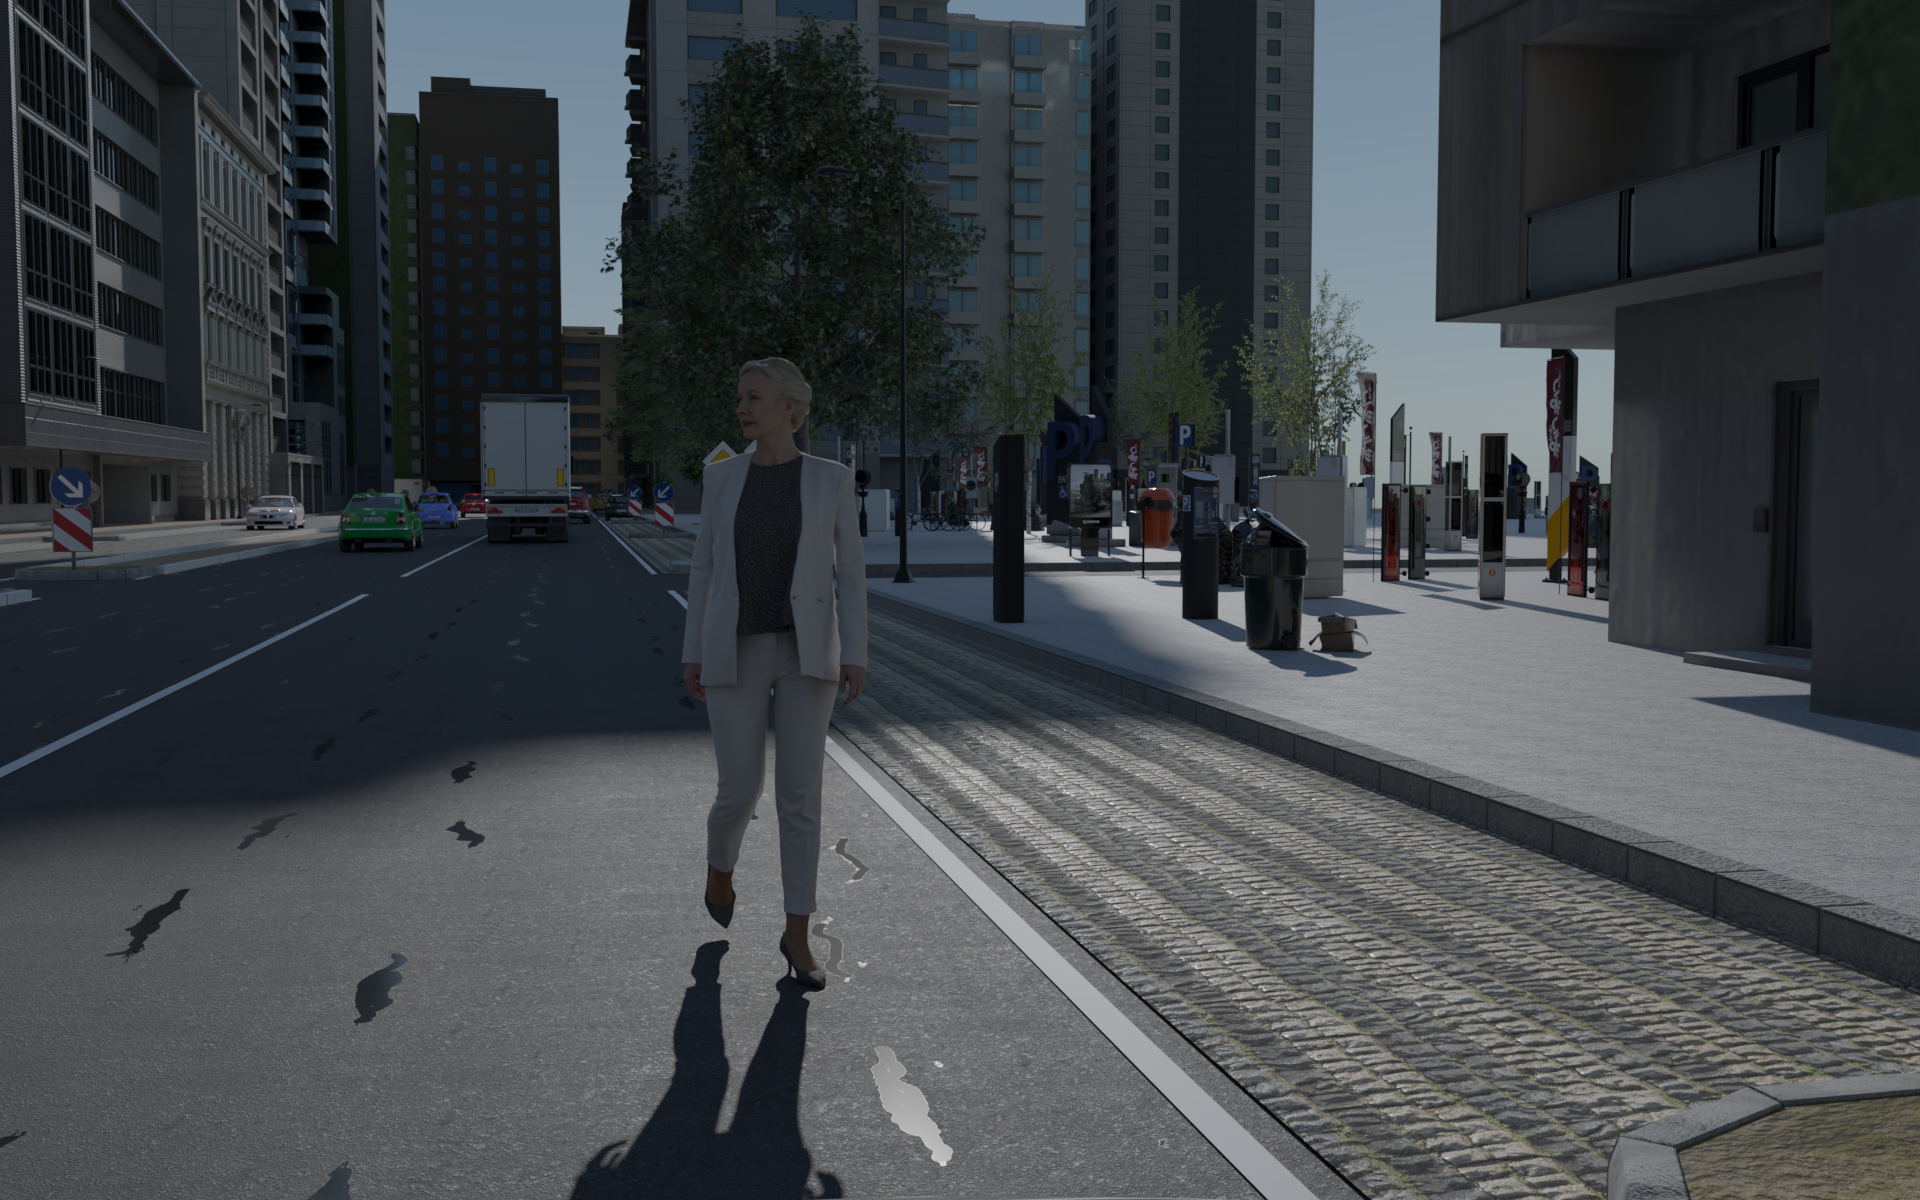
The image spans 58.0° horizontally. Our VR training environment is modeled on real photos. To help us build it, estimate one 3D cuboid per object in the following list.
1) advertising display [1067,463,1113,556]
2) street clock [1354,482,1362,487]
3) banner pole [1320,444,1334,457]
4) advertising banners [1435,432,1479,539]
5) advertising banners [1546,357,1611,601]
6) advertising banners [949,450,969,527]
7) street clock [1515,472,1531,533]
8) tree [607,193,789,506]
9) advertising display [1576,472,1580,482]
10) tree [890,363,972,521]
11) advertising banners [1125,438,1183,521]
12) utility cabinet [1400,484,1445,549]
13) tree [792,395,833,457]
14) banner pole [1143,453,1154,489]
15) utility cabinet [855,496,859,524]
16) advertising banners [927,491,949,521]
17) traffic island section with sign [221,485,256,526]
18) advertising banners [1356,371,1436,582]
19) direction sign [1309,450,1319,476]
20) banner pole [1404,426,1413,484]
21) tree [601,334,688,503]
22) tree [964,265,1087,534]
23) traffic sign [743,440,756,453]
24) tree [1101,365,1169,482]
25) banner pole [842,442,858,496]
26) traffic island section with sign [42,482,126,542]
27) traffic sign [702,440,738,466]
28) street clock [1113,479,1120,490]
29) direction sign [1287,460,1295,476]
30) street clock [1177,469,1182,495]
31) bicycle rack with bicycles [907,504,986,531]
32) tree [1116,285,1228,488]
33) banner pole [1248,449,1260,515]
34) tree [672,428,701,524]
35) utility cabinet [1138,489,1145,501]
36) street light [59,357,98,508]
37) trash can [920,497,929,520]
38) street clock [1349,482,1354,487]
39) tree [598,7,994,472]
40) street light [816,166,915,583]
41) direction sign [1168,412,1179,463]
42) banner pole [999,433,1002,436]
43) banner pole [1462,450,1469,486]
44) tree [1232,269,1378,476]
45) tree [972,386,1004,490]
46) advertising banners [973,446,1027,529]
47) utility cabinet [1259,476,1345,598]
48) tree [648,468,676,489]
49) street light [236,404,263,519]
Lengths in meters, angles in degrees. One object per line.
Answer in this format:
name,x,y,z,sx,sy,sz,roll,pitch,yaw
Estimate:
advertising display,2.679,-1.868,35.752,0.974,1.923,0.123,-1,4,-17
street clock,24.746,-6.253,106.812,0.471,2.002,0.358,1,4,20
banner pole,18.425,-5.923,86.857,0.863,3.779,0.401,0,4,5
advertising banners,14.070,-3.246,49.266,2.074,3.025,0.090,-2,4,-30
advertising banners,7.732,-1.553,21.581,0.090,3.025,2.074,0,4,-5
advertising banners,-0.044,-4.428,68.592,0.090,3.025,2.074,-1,4,-15
street clock,18.497,-3.205,56.975,0.471,2.002,0.358,2,4,24
tree,-9.170,-8.977,64.897,7.486,12.596,7.792,0,3,0
advertising display,17.312,-2.710,49.521,0.974,1.923,0.123,-2,4,-29
tree,-1.821,-7.815,78.136,4.360,8.622,3.978,0,3,0
advertising banners,6.145,-3.553,54.272,2.074,3.025,0.090,1,4,23
utility cabinet,10.710,-1.922,40.098,1.173,1.500,0.318,0,4,-3
tree,-6.946,-7.835,78.472,4.737,8.622,4.395,0,3,0
banner pole,11.615,-7.101,106.122,0.863,3.779,0.401,1,4,21
utility cabinet,-4.233,-3.499,68.375,0.306,1.237,1.020,-1,4,-20
advertising banners,-0.542,-5.225,81.609,2.074,3.025,0.090,-1,4,-19
traffic island section with sign,-32.550,-4.313,79.153,1.989,1.847,2.006,-1,4,-13
advertising banners,6.358,-1.789,25.431,0.090,3.025,2.074,3,5,44
direction sign,18.232,-5.891,88.319,0.876,3.537,0.379,2,4,29
banner pole,16.475,-4.539,64.229,0.863,3.779,0.401,3,5,40
tree,-17.622,-10.250,101.997,7.601,10.594,8.767,-1,4,-15
tree,2.197,-6.476,56.251,4.737,8.622,4.395,0,3,0
traffic sign,-2.675,-1.280,24.565,0.795,2.450,0.064,-1,4,-13
tree,9.817,-9.061,98.511,4.360,8.622,3.978,0,3,0
banner pole,-5.347,-5.660,82.551,0.863,3.779,0.401,-1,4,-9
traffic island section with sign,-26.663,-2.704,52.846,1.989,1.847,2.006,-1,4,-13
traffic sign,-4.419,-1.756,32.358,0.795,2.450,0.064,-1,4,-13
street clock,7.568,-4.908,84.815,0.471,2.002,0.358,-1,4,-22
direction sign,21.956,-7.512,114.820,0.379,3.537,0.876,3,5,45
street clock,5.639,-2.538,46.067,0.471,2.002,0.358,0,4,0
bicycle rack with bicycles,-0.436,-2.872,60.332,2.925,0.926,2.852,1,4,22
tree,7.619,-6.821,61.884,4.737,8.622,4.395,0,3,0
banner pole,16.069,-6.423,95.029,0.863,3.779,0.401,0,4,2
tree,-10.639,-5.501,73.653,4.285,4.588,4.351,0,3,0
utility cabinet,8.539,-4.188,77.155,1.173,1.500,0.318,1,4,18
street light,-29.901,-5.270,58.708,1.470,5.913,1.316,-1,4,-13
trash can,-1.705,-4.470,84.738,0.748,1.137,0.748,0,3,0
street clock,24.438,-6.307,107.687,0.471,2.002,0.358,-2,4,-30
tree,-3.789,-7.607,41.386,9.611,12.733,9.660,0,3,0
street light,-1.348,-3.197,24.813,1.470,5.913,1.316,-1,4,-13
direction sign,5.926,-3.432,48.106,0.379,3.537,0.876,-1,4,-9
banner pole,1.635,-4.991,71.621,0.401,3.779,0.863,0,4,-4
banner pole,28.819,-6.658,98.880,0.401,3.779,0.863,-1,4,-8
tree,11.150,-6.475,56.236,4.360,8.622,3.978,0,3,0
tree,0.096,-8.940,96.531,4.360,8.622,3.978,0,3,0
advertising banners,1.524,-4.127,63.660,2.074,3.025,0.090,0,4,2
utility cabinet,4.167,-0.764,21.175,1.173,1.500,0.318,-2,4,-34
tree,-18.632,-7.021,109.398,1.663,3.219,1.824,0,3,0
street light,-36.558,-7.129,89.099,1.470,5.913,1.316,-1,4,-13
